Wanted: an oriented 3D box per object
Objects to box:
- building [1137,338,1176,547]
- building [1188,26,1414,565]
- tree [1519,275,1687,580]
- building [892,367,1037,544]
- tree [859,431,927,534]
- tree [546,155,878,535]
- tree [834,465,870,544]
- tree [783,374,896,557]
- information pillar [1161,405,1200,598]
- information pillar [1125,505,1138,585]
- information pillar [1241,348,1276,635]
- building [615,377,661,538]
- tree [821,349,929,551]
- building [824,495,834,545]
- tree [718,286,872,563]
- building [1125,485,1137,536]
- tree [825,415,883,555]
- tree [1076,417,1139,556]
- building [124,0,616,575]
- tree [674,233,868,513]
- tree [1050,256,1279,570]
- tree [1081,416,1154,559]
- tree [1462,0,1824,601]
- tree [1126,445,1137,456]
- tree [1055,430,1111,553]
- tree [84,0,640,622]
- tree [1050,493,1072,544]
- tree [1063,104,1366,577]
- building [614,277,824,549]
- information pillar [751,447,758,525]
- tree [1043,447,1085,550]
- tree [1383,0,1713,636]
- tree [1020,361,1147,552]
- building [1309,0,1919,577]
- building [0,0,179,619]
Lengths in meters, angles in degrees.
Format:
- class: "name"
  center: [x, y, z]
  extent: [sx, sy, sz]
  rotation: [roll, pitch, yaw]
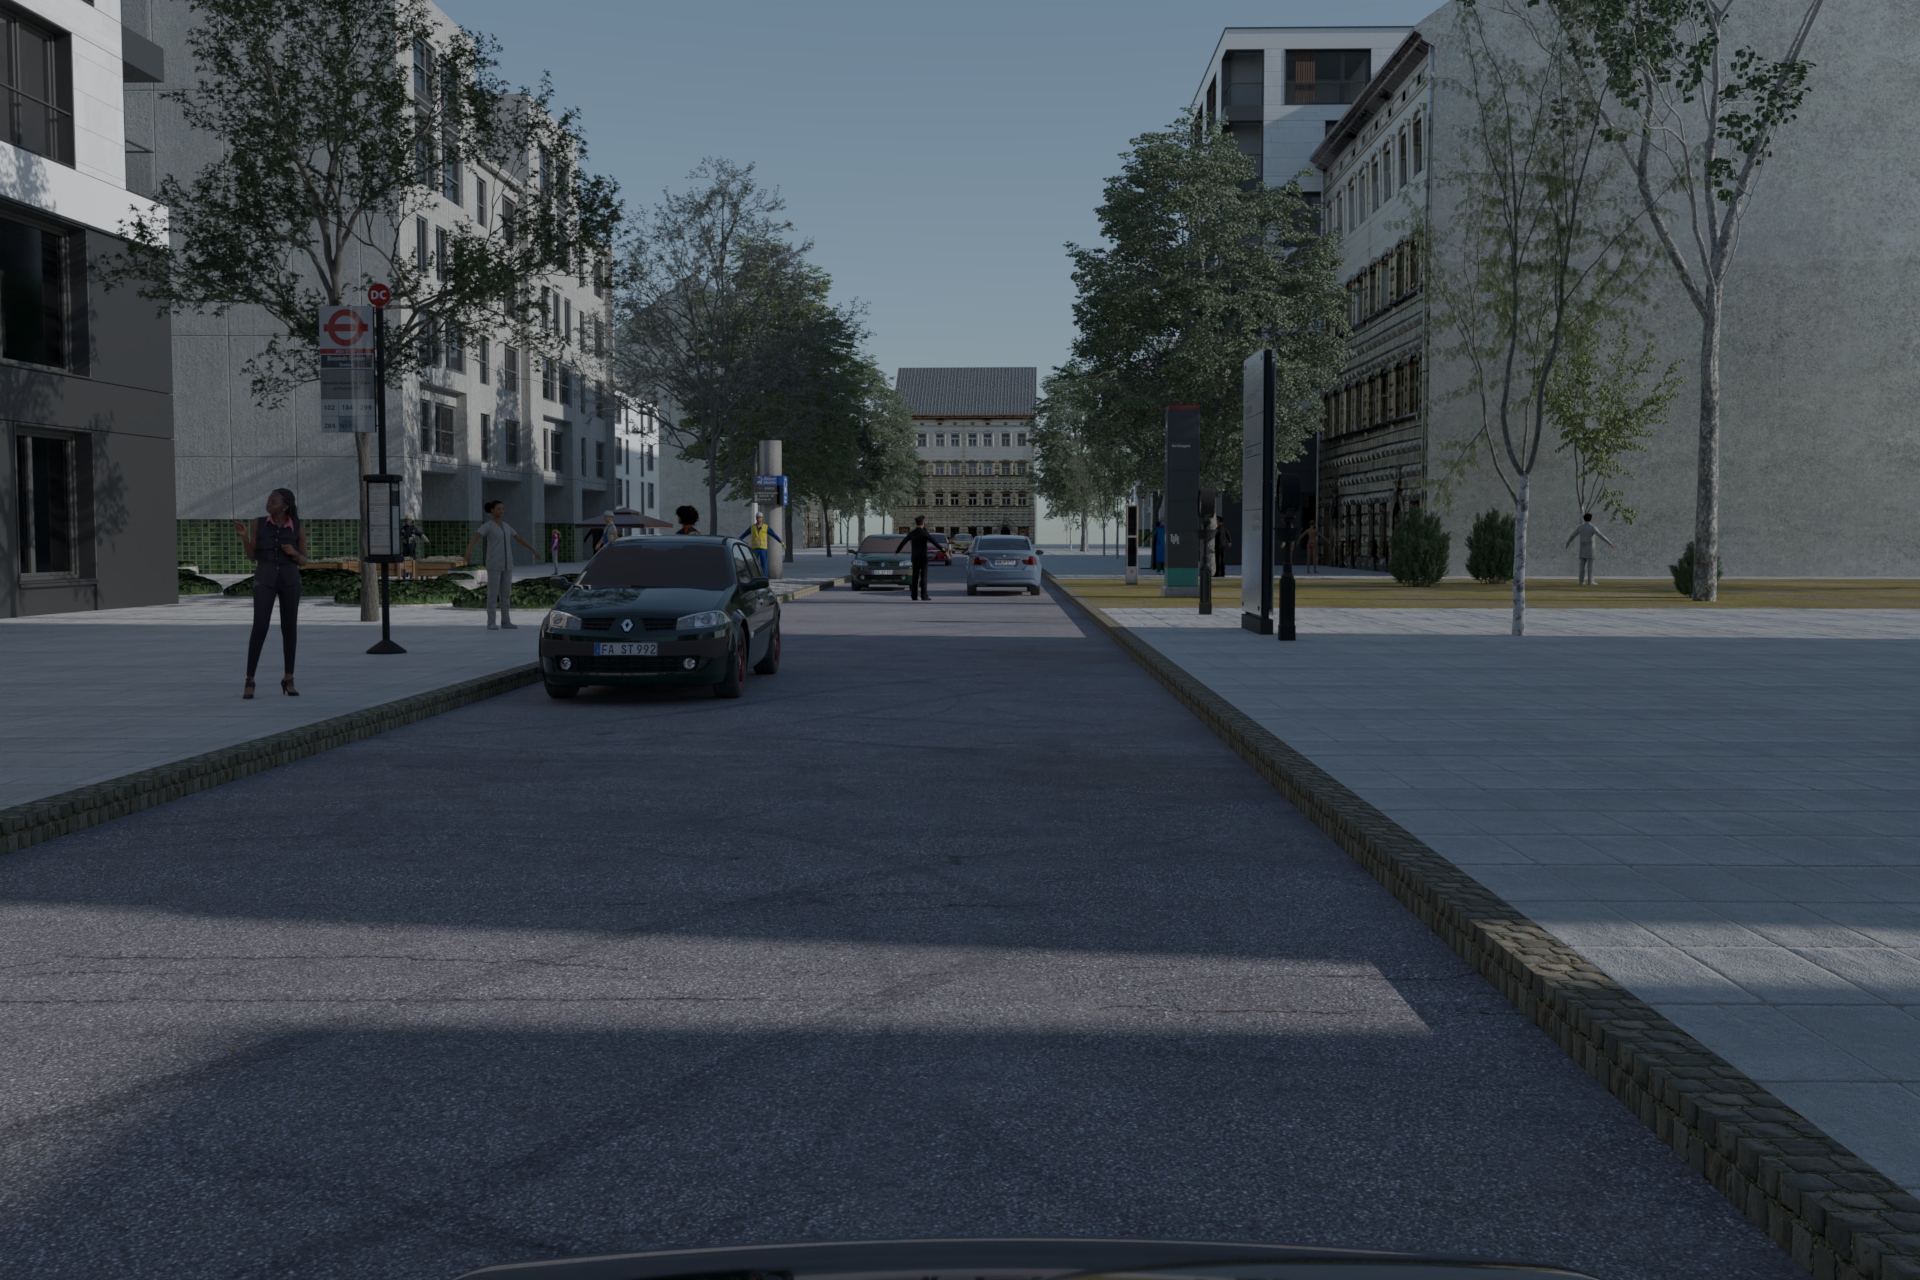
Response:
- class: "building"
  center: [26.609, -18.258, 164.977]
  extent: [16.747, 18.905, 31.486]
  rotation: [0, 4, 1]
- class: "building"
  center: [25.038, -14.813, 86.163]
  extent: [27.936, 21.610, 32.646]
  rotation: [0, 4, 1]
- class: "tree"
  center: [17.667, -5.999, 48.443]
  extent: [4.737, 8.622, 4.395]
  rotation: [0, 3, 0]
- class: "building"
  center: [0.968, -24.053, 226.652]
  extent: [18.063, 23.208, 19.493]
  rotation: [0, 4, 3]
- class: "tree"
  center: [-5.786, -12.374, 136.730]
  extent: [7.601, 10.594, 8.767]
  rotation: [-3, 5, -42]
- class: "tree"
  center: [-7.845, -8.878, 55.526]
  extent: [12.009, 13.543, 11.850]
  rotation: [0, 3, 0]
- class: "tree"
  center: [-15.620, -19.231, 224.797]
  extent: [12.009, 13.543, 11.850]
  rotation: [0, 3, 0]
- class: "tree"
  center: [-7.410, -9.870, 95.782]
  extent: [8.767, 10.594, 7.601]
  rotation: [-2, 4, -35]
- class: "information pillar"
  center: [4.496, -2.797, 35.117]
  extent: [0.750, 3.857, 0.750]
  rotation: [0, 4, 1]
- class: "information pillar"
  center: [4.354, -2.411, 43.913]
  extent: [0.304, 2.012, 0.304]
  rotation: [0, 4, 1]
- class: "information pillar"
  center: [3.918, -1.923, 22.759]
  extent: [0.184, 3.620, 1.656]
  rotation: [0, 4, 1]
- class: "building"
  center: [-22.631, -9.960, 105.001]
  extent: [9.099, 9.664, 28.070]
  rotation: [0, 4, 1]
- class: "tree"
  center: [-6.669, -12.973, 118.769]
  extent: [9.857, 13.997, 8.962]
  rotation: [0, 3, 0]
- class: "building"
  center: [-24.543, -22.354, 196.419]
  extent: [19.493, 23.208, 18.063]
  rotation: [0, 4, 2]
- class: "tree"
  center: [-7.613, -9.796, 78.289]
  extent: [7.486, 12.596, 7.792]
  rotation: [0, 3, 0]
- class: "building"
  center: [24.658, -15.794, 200.385]
  extent: [9.099, 9.664, 28.070]
  rotation: [0, 4, 1]
- class: "tree"
  center: [-6.931, -9.460, 105.029]
  extent: [4.360, 8.622, 3.978]
  rotation: [0, 3, 0]
- class: "tree"
  center: [8.333, -9.220, 101.115]
  extent: [4.360, 8.622, 3.978]
  rotation: [0, 3, 0]
- class: "building"
  center: [-25.682, -12.454, 70.080]
  extent: [16.747, 18.905, 31.486]
  rotation: [0, 4, 1]
- class: "tree"
  center: [-7.342, -9.062, 66.286]
  extent: [7.486, 12.596, 7.792]
  rotation: [0, 3, 0]
- class: "tree"
  center: [7.310, -8.394, 62.989]
  extent: [9.928, 11.665, 9.643]
  rotation: [0, 3, 0]
- class: "tree"
  center: [7.996, -8.563, 90.374]
  extent: [4.360, 8.622, 3.978]
  rotation: [0, 3, 0]
- class: "tree"
  center: [13.146, -10.866, 33.545]
  extent: [12.611, 20.169, 13.585]
  rotation: [0, 3, 0]
- class: "tree"
  center: [23.858, -22.387, 221.910]
  extent: [12.611, 20.169, 13.585]
  rotation: [0, 3, 0]
- class: "tree"
  center: [8.437, -10.143, 116.207]
  extent: [4.360, 8.622, 3.978]
  rotation: [0, 3, 0]
- class: "tree"
  center: [-8.607, -5.569, 25.463]
  extent: [8.767, 10.594, 7.601]
  rotation: [0, 4, 5]
- class: "tree"
  center: [14.271, -16.894, 226.576]
  extent: [4.360, 8.622, 3.978]
  rotation: [0, 3, 0]
- class: "tree"
  center: [7.541, -8.883, 51.887]
  extent: [9.857, 13.997, 8.962]
  rotation: [0, 3, 0]
- class: "building"
  center: [-22.380, -19.861, 155.661]
  extent: [19.493, 23.208, 18.063]
  rotation: [0, 4, 0]
- class: "information pillar"
  center: [-5.496, -3.365, 46.376]
  extent: [0.183, 3.616, 0.504]
  rotation: [0, 4, 3]
- class: "tree"
  center: [8.559, -11.355, 136.016]
  extent: [4.737, 8.622, 4.395]
  rotation: [0, 3, 0]
- class: "tree"
  center: [6.935, -4.351, 21.497]
  extent: [4.360, 8.622, 3.978]
  rotation: [0, 3, 0]
- class: "tree"
  center: [9.056, -13.412, 125.940]
  extent: [9.857, 13.997, 8.962]
  rotation: [0, 3, 0]
- class: "building"
  center: [23.511, -14.042, 60.513]
  extent: [19.493, 23.208, 18.063]
  rotation: [0, 4, 2]
- class: "building"
  center: [-28.604, -10.479, 15.299]
  extent: [27.936, 21.610, 32.646]
  rotation: [0, 4, 1]
